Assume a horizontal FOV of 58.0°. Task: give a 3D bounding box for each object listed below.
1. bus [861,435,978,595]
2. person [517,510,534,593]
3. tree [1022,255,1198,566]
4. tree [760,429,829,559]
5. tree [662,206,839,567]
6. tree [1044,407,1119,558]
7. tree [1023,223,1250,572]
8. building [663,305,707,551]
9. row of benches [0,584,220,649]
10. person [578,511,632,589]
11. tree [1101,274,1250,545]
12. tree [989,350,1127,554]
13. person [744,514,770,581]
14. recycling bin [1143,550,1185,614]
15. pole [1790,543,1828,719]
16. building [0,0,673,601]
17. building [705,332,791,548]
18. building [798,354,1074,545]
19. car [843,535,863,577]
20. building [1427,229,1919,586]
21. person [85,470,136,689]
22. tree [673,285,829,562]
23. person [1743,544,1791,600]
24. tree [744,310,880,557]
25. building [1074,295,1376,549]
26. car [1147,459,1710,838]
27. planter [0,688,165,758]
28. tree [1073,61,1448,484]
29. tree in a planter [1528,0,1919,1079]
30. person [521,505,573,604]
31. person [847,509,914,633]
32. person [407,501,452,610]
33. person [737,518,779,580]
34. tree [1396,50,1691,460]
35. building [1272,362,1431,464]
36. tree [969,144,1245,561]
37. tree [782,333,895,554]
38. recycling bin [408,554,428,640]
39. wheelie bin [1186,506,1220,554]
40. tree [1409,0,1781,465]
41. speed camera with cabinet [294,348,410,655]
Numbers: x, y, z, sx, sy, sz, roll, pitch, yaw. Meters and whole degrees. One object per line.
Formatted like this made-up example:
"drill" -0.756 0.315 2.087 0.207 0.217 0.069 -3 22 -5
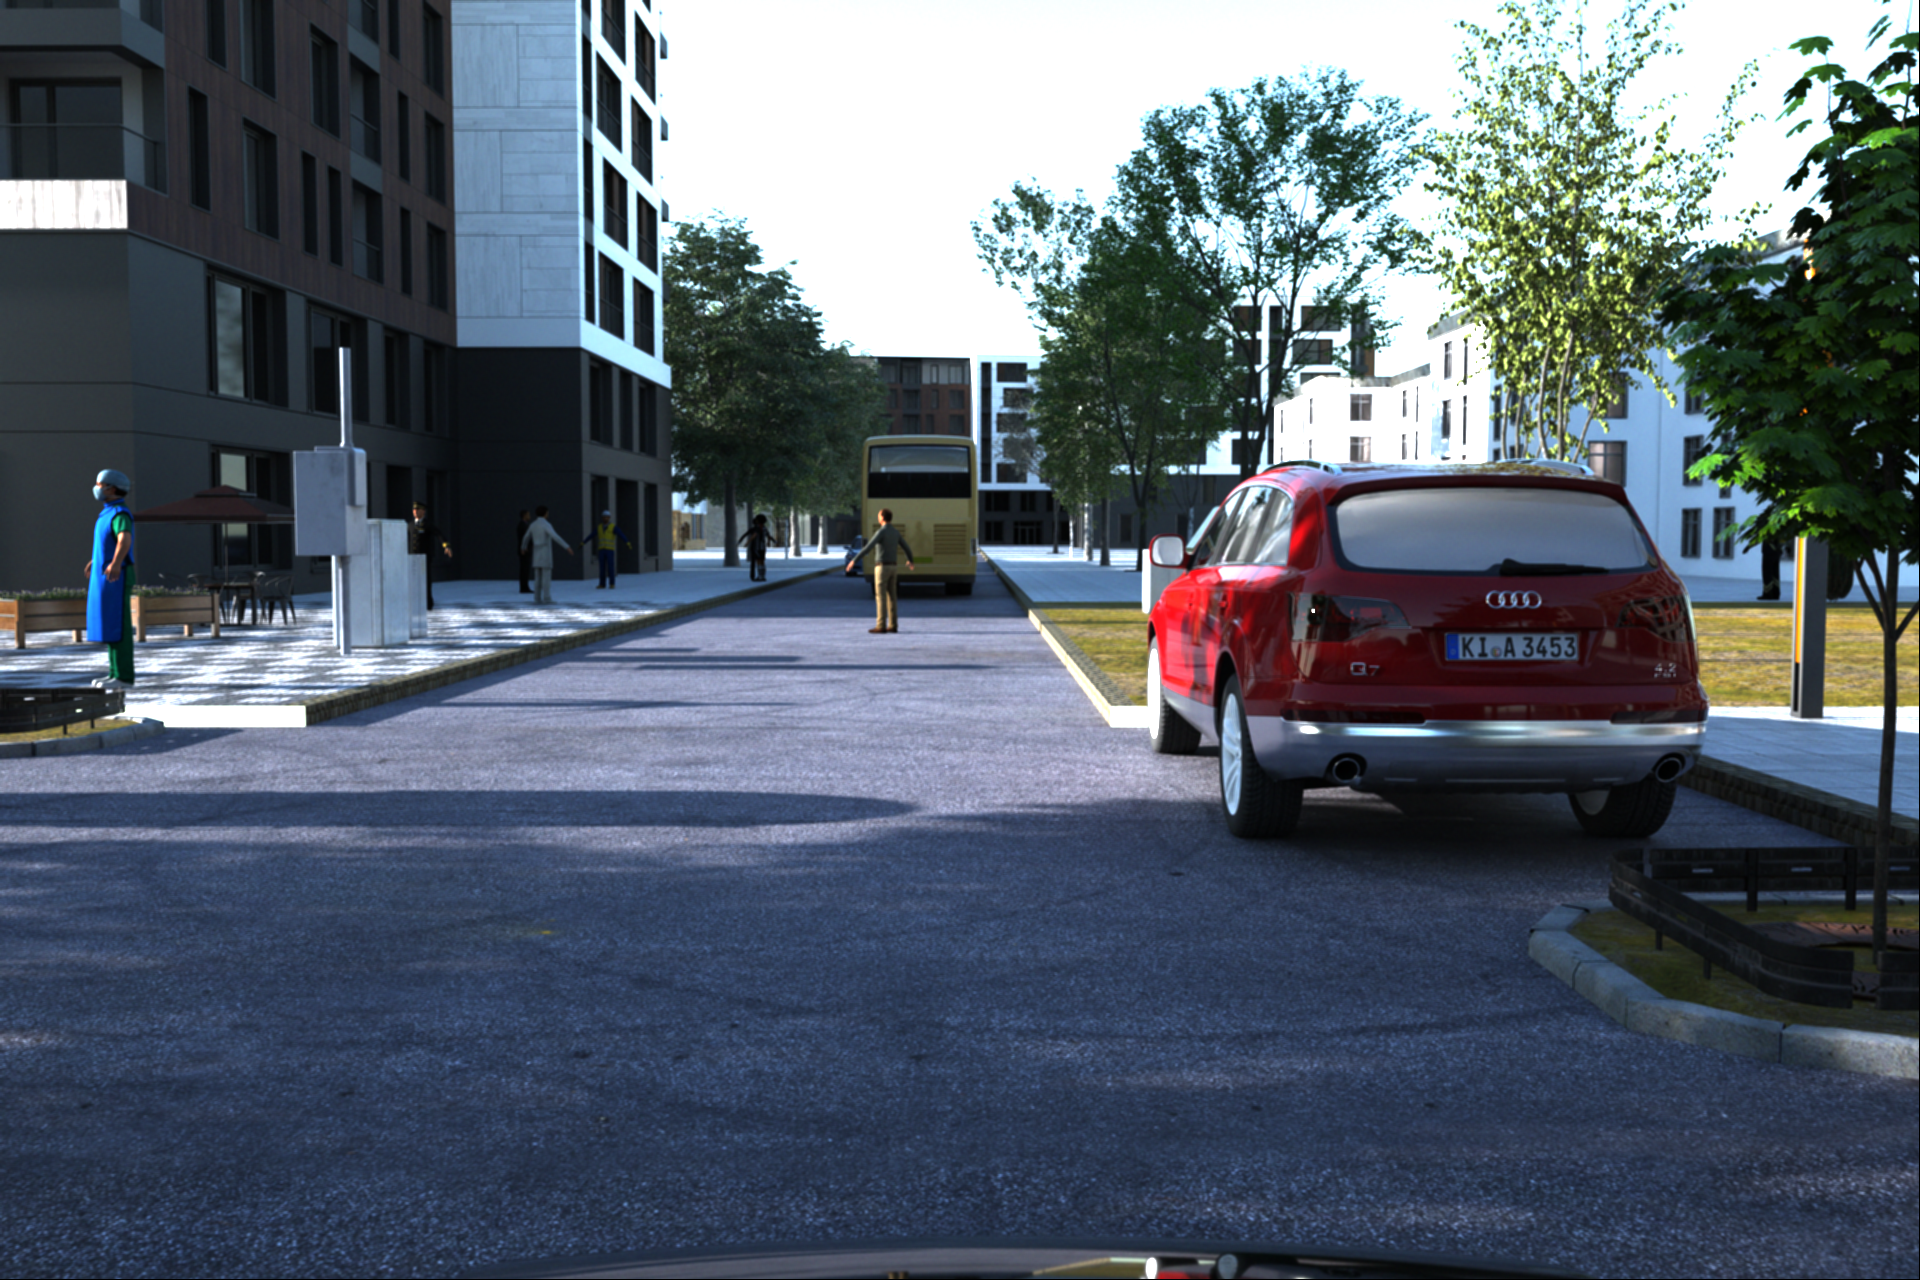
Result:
"bus" -0.901 -3.175 43.454 2.896 3.916 12.252 0 4 0
"person" -9.425 -1.921 37.633 0.704 1.802 1.346 -2 4 -26
"tree" 6.074 -9.246 69.301 7.486 12.596 7.792 0 3 0
"tree" -8.863 -8.390 87.541 4.360 8.622 3.978 0 3 0
"tree" -8.943 -9.855 67.784 9.857 13.997 8.962 0 3 0
"tree" 5.936 -8.786 94.014 4.360 8.622 3.978 0 3 0
"tree" 6.124 -8.137 58.788 9.928 11.665 9.643 0 3 0
"building" -26.375 -16.905 132.812 16.016 20.090 11.380 0 4 0
"row of benches" -10.523 -0.268 19.845 1.422 0.672 4.104 2 4 33
"person" -8.343 -2.132 40.825 1.349 1.833 0.705 1 4 13
"tree" 6.503 -5.975 48.061 4.360 8.622 3.978 0 3 0
"tree" 6.357 -12.382 112.822 12.009 13.543 11.850 0 3 0
"person" -5.434 -2.496 46.947 0.704 1.843 1.345 1 4 22
"recycling bin" 3.345 -0.944 27.996 0.722 1.027 0.722 0 4 1
"pole" 5.915 -1.111 12.002 0.158 3.312 0.155 0 3 0
"building" -24.342 -12.307 45.199 27.936 21.610 32.646 0 4 1
"building" -26.297 -20.566 167.182 19.493 23.208 18.063 0 3 0
"building" -2.556 -22.168 208.874 32.646 21.610 27.936 -1 4 -9
"car" -2.985 -2.916 59.674 2.014 1.417 4.499 0 4 0
"building" 23.321 -6.965 56.029 9.099 9.664 28.070 0 4 0
"person" -7.083 -0.509 14.449 0.704 1.817 1.347 -2 4 -34
"tree" -10.066 -9.880 79.661 7.486 12.596 7.792 0 3 0
"person" 15.761 -1.707 33.690 1.354 1.856 0.705 -2 4 -29
"tree" -9.350 -11.698 97.923 9.857 13.997 8.962 0 3 0
"building" 24.644 -19.616 164.689 27.936 21.610 32.646 0 4 1
"car" 2.275 -0.064 9.716 2.281 1.827 5.304 0 4 0
"planter" -6.715 0.561 11.969 1.991 0.319 1.994 0 4 0
"tree" 6.509 -6.886 38.342 9.928 11.665 9.643 0 3 0
"tree in a planter" 2.924 -0.500 5.403 1.991 3.239 1.994 0 3 0
"person" -7.662 -1.573 31.901 1.347 1.806 0.705 2 4 35
"person" -1.092 -1.001 25.099 0.705 1.796 1.348 3 5 42
"person" -9.102 -1.421 29.166 1.347 1.837 0.705 1 4 18
"person" -5.641 -2.541 48.269 1.216 1.740 0.721 1 4 9
"tree" 9.056 -4.705 27.293 4.737 8.622 4.395 0 3 0
"building" 23.667 -9.179 92.218 9.099 9.664 28.070 0 3 0
"tree" 7.574 -13.856 82.439 12.611 20.169 13.585 0 3 0
"tree" -8.888 -12.479 110.691 9.857 13.997 8.962 0 3 0
"recycling bin" -7.016 -0.536 21.313 0.722 1.027 0.722 0 4 -1
"wheelie bin" 2.895 -0.703 19.400 0.693 1.594 0.980 0 4 -1
"tree" 7.806 -4.369 21.801 4.737 8.622 4.395 0 3 0
"speed camera with cabinet" -6.720 -1.519 19.175 0.660 3.252 2.038 0 4 0
